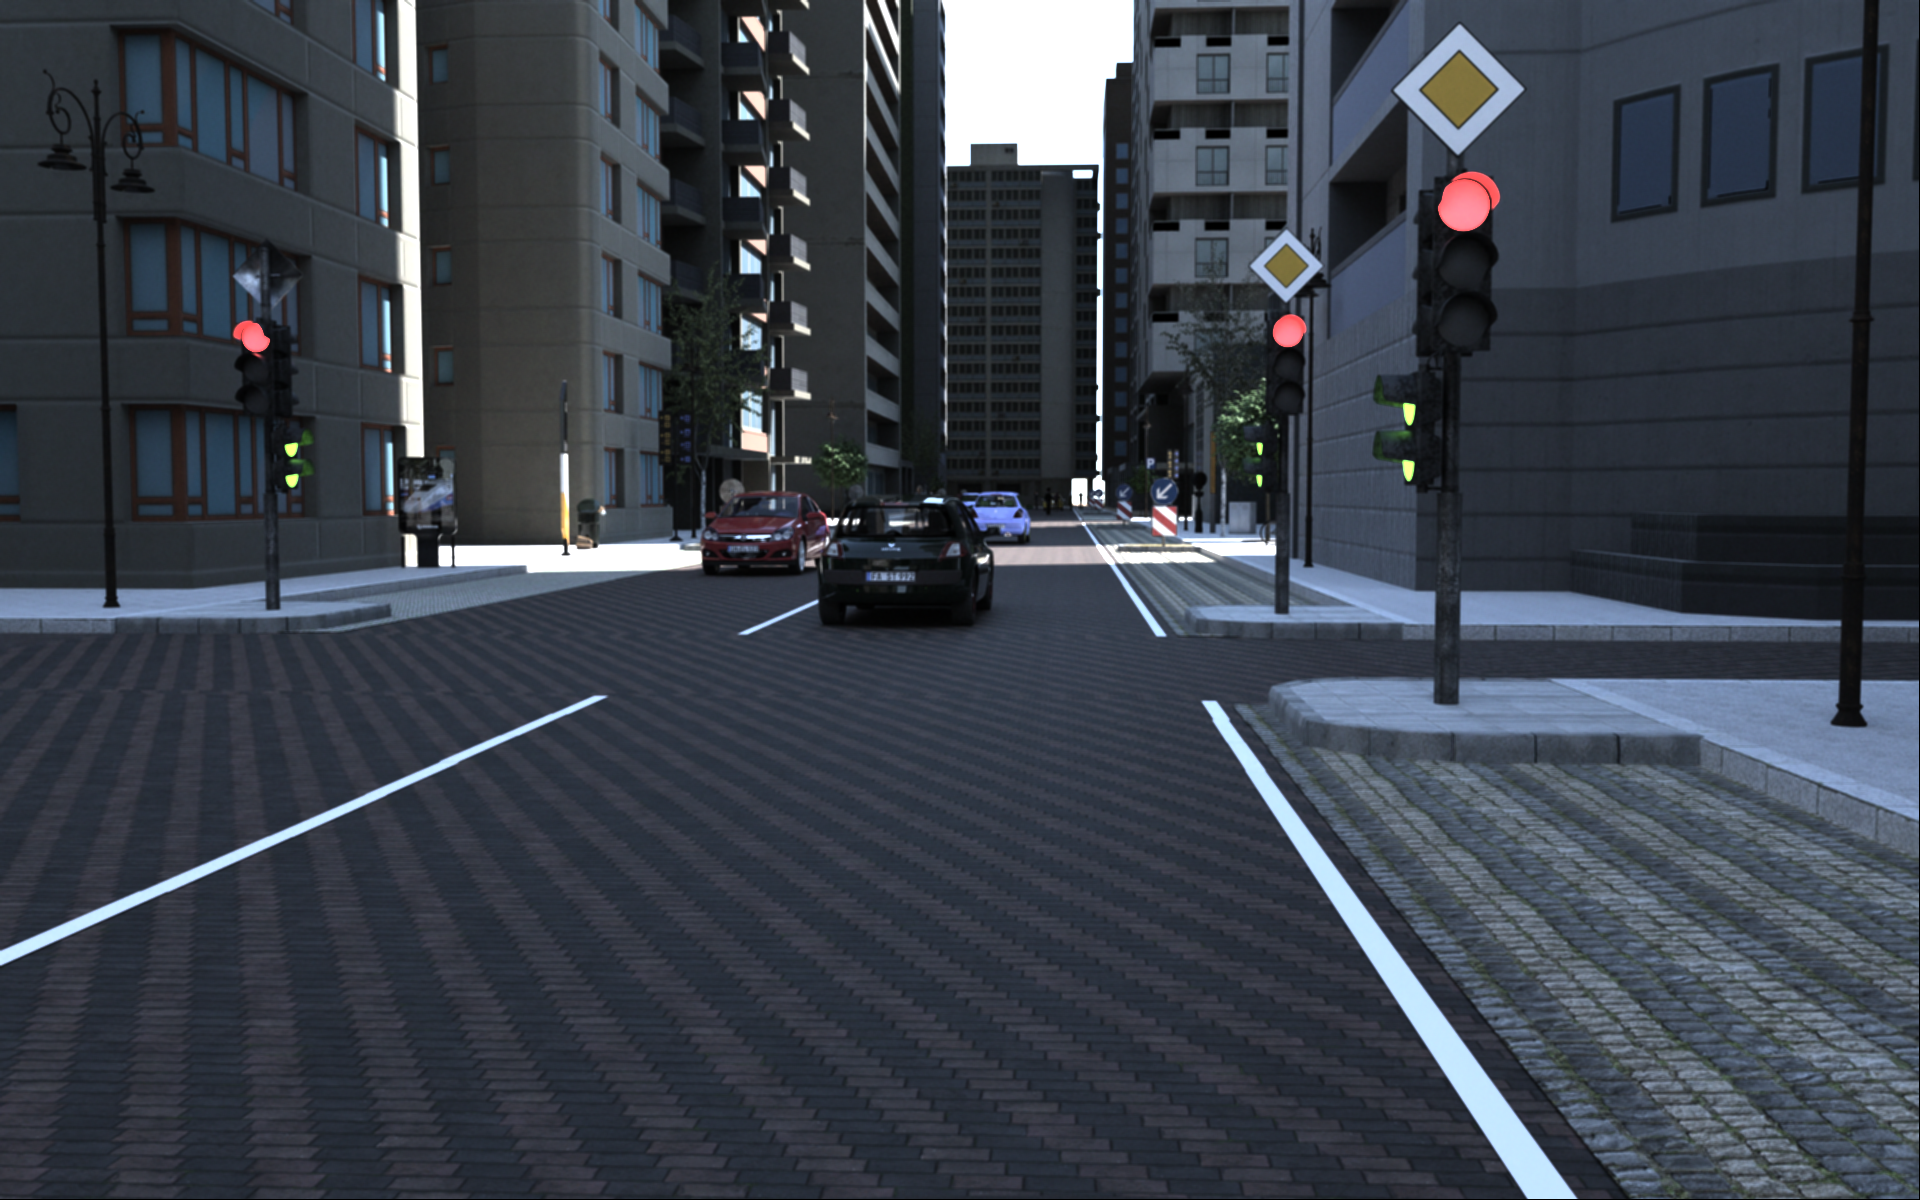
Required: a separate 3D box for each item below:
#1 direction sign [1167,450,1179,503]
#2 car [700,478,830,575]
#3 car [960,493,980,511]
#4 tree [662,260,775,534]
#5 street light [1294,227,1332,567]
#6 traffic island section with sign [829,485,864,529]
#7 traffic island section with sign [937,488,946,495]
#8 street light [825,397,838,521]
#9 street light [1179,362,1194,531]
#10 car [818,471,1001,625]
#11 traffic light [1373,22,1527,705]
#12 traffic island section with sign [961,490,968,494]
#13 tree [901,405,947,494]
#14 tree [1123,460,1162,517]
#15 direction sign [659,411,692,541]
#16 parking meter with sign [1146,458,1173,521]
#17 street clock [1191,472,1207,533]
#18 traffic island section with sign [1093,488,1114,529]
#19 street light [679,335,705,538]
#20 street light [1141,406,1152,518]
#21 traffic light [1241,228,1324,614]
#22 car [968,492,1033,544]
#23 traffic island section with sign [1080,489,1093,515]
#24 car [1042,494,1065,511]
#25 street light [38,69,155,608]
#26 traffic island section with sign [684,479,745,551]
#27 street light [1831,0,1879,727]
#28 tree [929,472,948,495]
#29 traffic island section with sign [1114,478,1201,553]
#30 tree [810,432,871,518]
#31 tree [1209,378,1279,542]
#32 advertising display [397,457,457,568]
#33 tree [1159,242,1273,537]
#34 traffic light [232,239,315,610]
[{"bbox_3d":[10.844,-5.891,88.312,0.876,3.537,0.379,-3,5,-42],"label":"direction sign"},{"bbox_3d":[-3.569,-1.416,32.188,2.155,1.783,4.494,0,4,5],"label":"car"},{"bbox_3d":[0.727,-6.041,108.366,1.945,1.707,3.694,0,4,2],"label":"car"},{"bbox_3d":[-8.157,-6.433,55.536,4.737,8.622,4.395,0,3,0],"label":"tree"},{"bbox_3d":[6.127,-3.517,30.283,0.468,5.910,1.993,0,4,3],"label":"street light"},{"bbox_3d":[-4.249,-3.813,70.976,1.989,1.847,2.006,0,4,3],"label":"traffic island section with sign"},{"bbox_3d":[-1.242,-6.903,121.498,1.989,1.847,2.006,0,4,3],"label":"traffic island section with sign"},{"bbox_3d":[-5.967,-6.612,80.894,0.468,5.910,1.993,0,4,3],"label":"street light"},{"bbox_3d":[7.961,-5.387,60.866,0.468,5.910,1.993,0,4,3],"label":"street light"},{"bbox_3d":[-0.560,-0.645,20.338,2.009,1.686,4.222,0,4,5],"label":"car"},{"bbox_3d":[2.961,-1.320,10.498,0.839,4.253,0.868,0,4,3],"label":"traffic light"},{"bbox_3d":[0.390,-8.582,148.950,1.989,1.847,2.006,0,4,3],"label":"traffic island section with sign"},{"bbox_3d":[-2.928,-11.759,142.625,4.737,8.622,4.395,0,3,0],"label":"tree"},{"bbox_3d":[10.447,-6.399,99.225,1.663,3.219,1.824,0,3,0],"label":"tree"},{"bbox_3d":[-7.748,-3.375,47.178,0.876,3.537,0.379,-1,4,-13],"label":"direction sign"},{"bbox_3d":[9.697,-5.345,83.644,0.543,3.016,1.738,3,5,41],"label":"parking meter with sign"},{"bbox_3d":[7.899,-3.222,57.243,0.471,2.002,0.358,-2,4,-25],"label":"street clock"},{"bbox_3d":[6.572,-3.797,70.714,1.989,1.847,2.006,0,4,3],"label":"traffic island section with sign"},{"bbox_3d":[-7.780,-4.751,50.460,0.468,5.910,1.993,0,4,3],"label":"street light"},{"bbox_3d":[9.819,-7.250,91.322,0.468,5.910,1.993,0,4,3],"label":"street light"},{"bbox_3d":[3.434,-1.807,18.469,0.839,4.253,0.868,0,4,3],"label":"traffic light"},{"bbox_3d":[1.171,-2.532,50.981,1.945,1.707,3.694,0,4,5],"label":"car"},{"bbox_3d":[9.519,-6.821,120.156,1.989,1.847,2.006,0,4,3],"label":"traffic island section with sign"},{"bbox_3d":[7.999,-8.449,148.363,2.015,1.641,3.980,0,4,3],"label":"car"},{"bbox_3d":[-9.625,-2.855,19.471,0.468,5.910,1.993,0,4,3],"label":"street light"},{"bbox_3d":[-5.843,-2.168,44.068,1.989,1.847,2.006,0,4,3],"label":"traffic island section with sign"},{"bbox_3d":[4.937,-2.242,9.441,0.468,5.910,1.993,0,4,3],"label":"street light"},{"bbox_3d":[-2.090,-9.348,147.442,1.663,3.219,1.824,0,3,0],"label":"tree"},{"bbox_3d":[4.933,-2.111,43.137,1.989,1.847,2.006,0,4,3],"label":"traffic island section with sign"},{"bbox_3d":[-6.319,-6.626,92.054,4.285,4.588,4.351,0,3,0],"label":"tree"},{"bbox_3d":[8.429,-3.858,46.788,4.285,4.588,4.351,0,3,0],"label":"tree"},{"bbox_3d":[-9.285,-1.529,30.206,0.974,1.923,0.123,0,4,-7],"label":"advertising display"},{"bbox_3d":[8.109,-6.189,51.547,4.360,8.622,3.978,0,3,0],"label":"tree"},{"bbox_3d":[-7.608,-1.846,19.107,0.839,4.253,0.868,0,4,3],"label":"traffic light"}]
